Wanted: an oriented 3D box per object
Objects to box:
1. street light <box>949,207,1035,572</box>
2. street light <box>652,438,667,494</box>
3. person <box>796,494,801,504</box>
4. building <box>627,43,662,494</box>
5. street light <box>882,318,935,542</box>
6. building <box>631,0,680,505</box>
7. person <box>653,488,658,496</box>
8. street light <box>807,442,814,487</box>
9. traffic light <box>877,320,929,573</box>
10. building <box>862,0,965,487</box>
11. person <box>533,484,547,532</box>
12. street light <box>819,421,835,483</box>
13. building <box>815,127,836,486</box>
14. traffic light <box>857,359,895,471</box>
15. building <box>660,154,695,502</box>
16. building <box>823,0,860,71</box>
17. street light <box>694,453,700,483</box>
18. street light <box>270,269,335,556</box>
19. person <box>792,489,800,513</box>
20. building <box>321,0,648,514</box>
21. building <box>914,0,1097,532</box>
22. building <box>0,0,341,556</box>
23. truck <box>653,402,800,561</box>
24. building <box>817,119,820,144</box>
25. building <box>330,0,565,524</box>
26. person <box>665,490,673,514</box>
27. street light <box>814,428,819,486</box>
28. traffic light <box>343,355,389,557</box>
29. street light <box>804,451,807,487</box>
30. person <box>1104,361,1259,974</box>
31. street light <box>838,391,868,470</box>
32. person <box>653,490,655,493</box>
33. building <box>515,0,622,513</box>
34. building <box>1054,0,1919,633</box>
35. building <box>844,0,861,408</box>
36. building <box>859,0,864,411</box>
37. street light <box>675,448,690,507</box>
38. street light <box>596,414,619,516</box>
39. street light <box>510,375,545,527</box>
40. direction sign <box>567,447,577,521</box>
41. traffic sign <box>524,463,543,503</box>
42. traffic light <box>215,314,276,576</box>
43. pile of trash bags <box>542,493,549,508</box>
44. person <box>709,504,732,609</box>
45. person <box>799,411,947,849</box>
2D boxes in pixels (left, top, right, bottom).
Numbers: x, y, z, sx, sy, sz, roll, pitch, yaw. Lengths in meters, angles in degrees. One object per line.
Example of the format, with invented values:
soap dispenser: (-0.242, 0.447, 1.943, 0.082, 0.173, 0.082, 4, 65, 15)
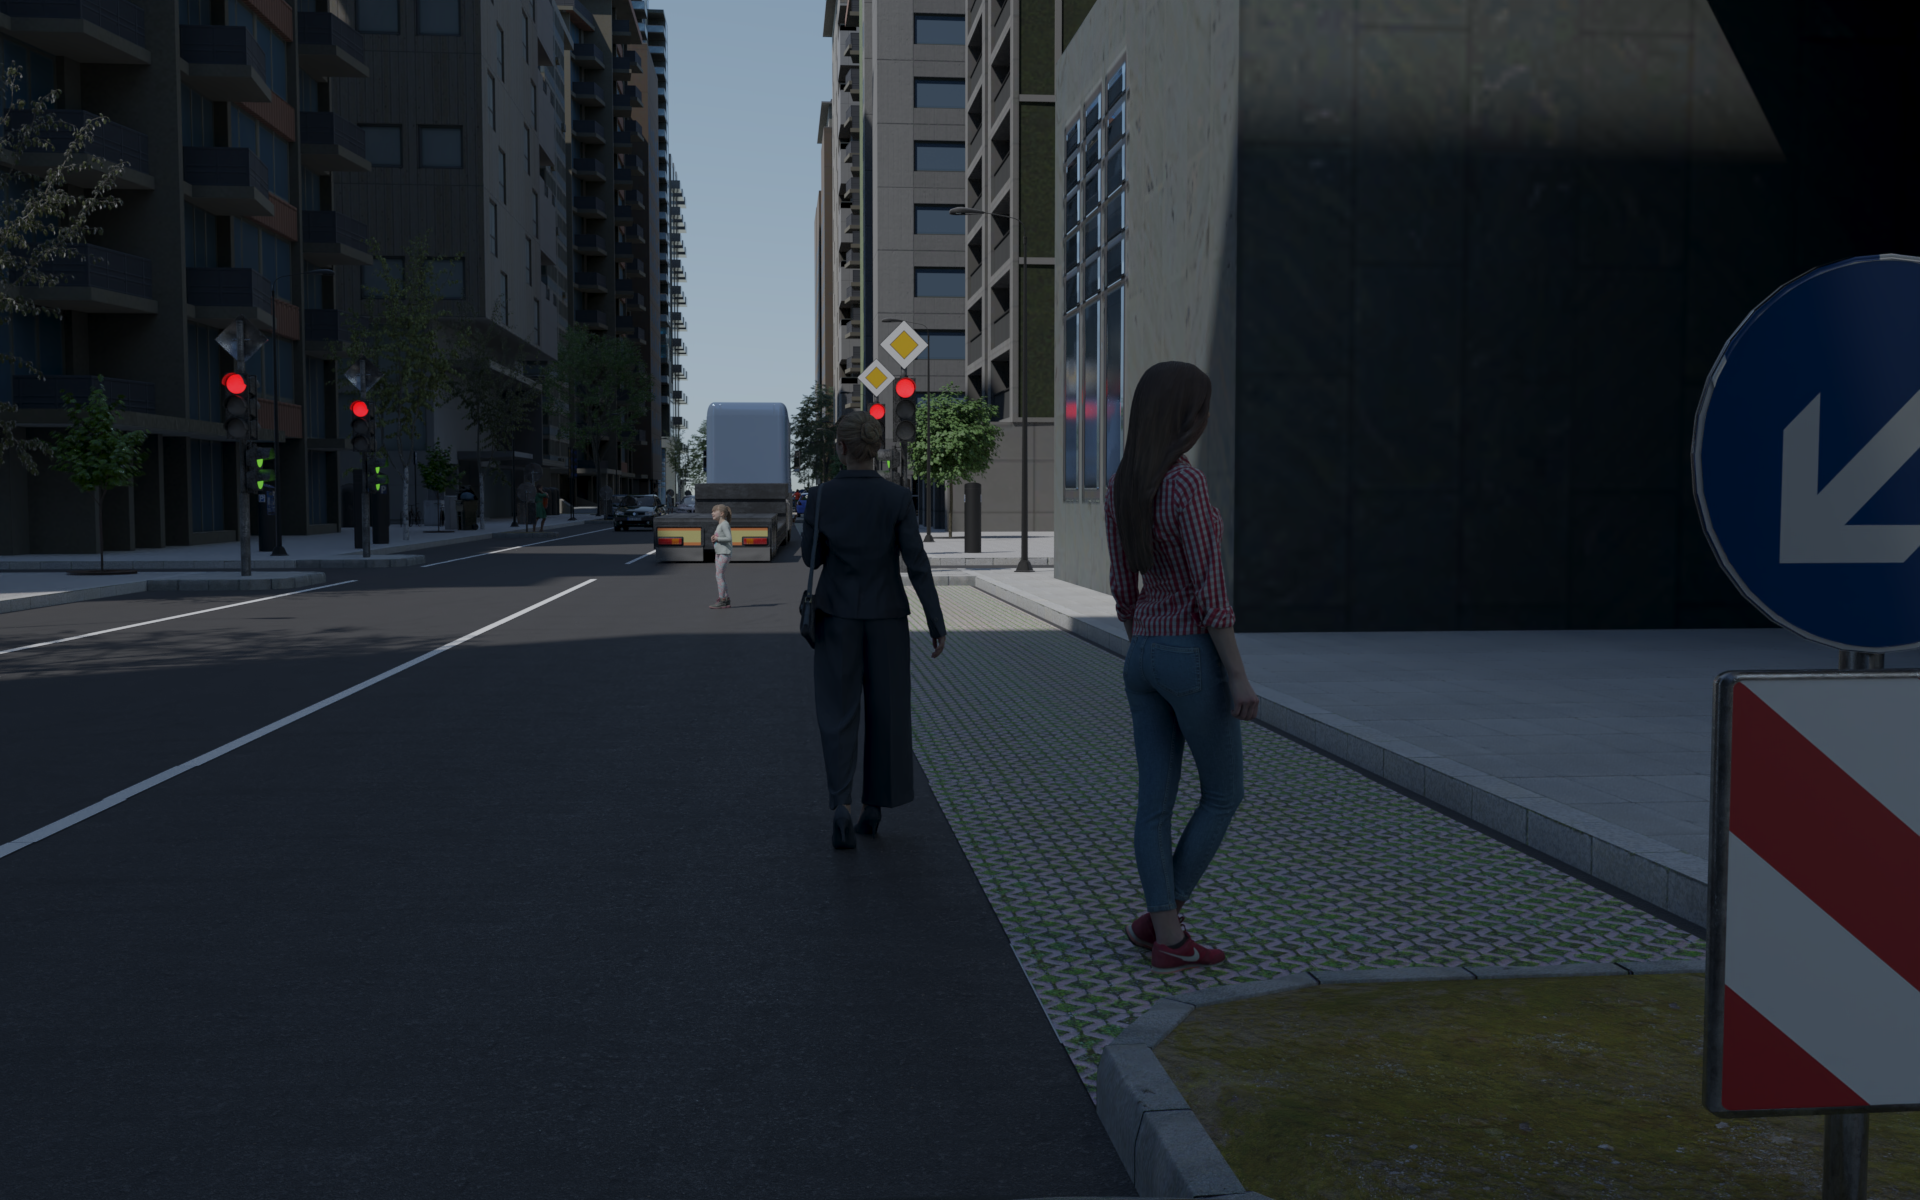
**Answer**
street light: (0.523, -3.409, 28.271, 1.470, 5.913, 1.316, 0, 4, -6)
street light: (-24.895, -10.445, 143.311, 1.470, 5.913, 1.316, 0, 4, -6)
person: (-11.349, -6.814, 123.162, 0.557, 1.426, 1.065, 1, 4, 18)
building: (-36.782, -31.747, 169.167, 14.600, 45.320, 14.200, 0, 4, -6)
street light: (-1.370, -4.485, 45.876, 1.470, 5.913, 1.316, 0, 4, -6)
building: (-44.746, -54.664, 206.431, 22.319, 86.520, 31.000, 0, 4, -6)
person: (-18.419, -5.764, 102.960, 1.509, 1.804, 0.699, -3, 5, -40)
street light: (-12.664, -11.122, 154.383, 1.470, 5.913, 1.316, 0, 4, -6)
traffic light: (-0.925, -2.398, 28.133, 0.839, 4.253, 0.868, 0, 4, -6)
building: (5.018, -33.959, 97.221, 21.231, 58.520, 28.212, 0, 4, -6)
person: (-15.049, -3.251, 61.900, 0.529, 1.795, 0.600, -1, 4, -21)
street light: (-8.031, -8.414, 110.109, 1.470, 5.913, 1.316, 0, 4, -6)
building: (-9.459, -34.085, 207.404, 14.600, 45.320, 14.200, 0, 4, -6)
traffic light: (-1.756, -2.884, 36.075, 0.839, 4.253, 0.868, 0, 4, -6)
building: (-49.091, -37.831, 238.139, 23.786, 49.044, 30.456, 0, 4, -6)
building: (1.136, -35.699, 172.921, 28.713, 52.752, 27.495, 0, 4, -6)
street light: (-30.098, -13.518, 193.566, 1.470, 5.913, 1.316, 0, 4, -6)
street light: (-13.613, -3.874, 35.883, 1.470, 5.913, 1.316, 0, 4, -6)
person: (-12.369, -7.558, 132.030, 1.348, 1.831, 0.705, 1, 4, 14)
building: (-38.500, -30.118, 147.046, 22.147, 44.769, 28.867, 0, 4, -6)
building: (9.244, -38.155, 62.081, 20.563, 71.187, 20.611, 0, 4, -6)
building: (-29.336, -24.007, 47.134, 22.147, 44.769, 28.867, 0, 4, -6)
truck: (-5.789, -3.376, 44.955, 2.967, 4.110, 18.799, 0, 4, -4)
building: (-4.087, -39.122, 228.877, 28.713, 52.752, 27.495, 0, 4, -6)
building: (-34.461, -30.179, 82.666, 28.713, 52.752, 27.495, 0, 4, -6)
person: (-17.868, -5.935, 106.548, 0.522, 1.701, 0.512, 0, 4, 7)
street light: (-9.421, -9.179, 122.617, 1.470, 5.913, 1.316, 0, 4, -6)
traffic light: (-12.010, -2.818, 34.990, 0.839, 4.253, 0.868, 0, 4, -6)
street light: (-16.005, -13.089, 186.542, 1.470, 5.913, 1.316, 0, 4, -6)
person: (0.669, 0.204, 5.168, 0.388, 1.821, 0.555, -3, 5, -41)
street light: (-4.714, -6.472, 78.351, 1.470, 5.913, 1.316, 0, 4, -6)
person: (-22.060, -7.130, 125.795, 0.721, 1.735, 1.217, 0, 4, 3)
building: (-40.495, -26.187, 120.040, 32.217, 40.220, 23.993, 0, 4, -6)
building: (14.140, -42.622, 9.543, 22.319, 86.520, 31.000, 0, 4, -6)
building: (1.645, -29.989, 144.937, 22.147, 44.769, 28.867, 0, 4, -6)
building: (-0.150, -26.870, 122.920, 14.154, 41.232, 14.086, 0, 4, -6)
street light: (-28.181, -12.387, 175.073, 1.470, 5.913, 1.316, 0, 4, -6)
street light: (-20.347, -7.788, 99.883, 1.470, 5.913, 1.316, 0, 4, -6)
street light: (-16.889, -5.817, 67.646, 1.470, 5.913, 1.316, 0, 4, -6)
direction sign: (-19.245, -5.758, 86.141, 0.379, 3.537, 0.876, 1, 4, 13)
traffic sign: (-17.511, -4.343, 71.106, 0.768, 2.556, 0.104, 0, 4, -5)
traffic light: (-11.179, -2.332, 27.048, 0.839, 4.253, 0.868, 0, 4, -6)
pile of trash bags: (-25.557, -5.560, 100.665, 3.447, 1.369, 1.912, 0, 4, 7)
person: (-3.008, -0.549, 21.761, 0.394, 1.301, 0.425, -3, 5, -41)
person: (-0.377, 0.110, 7.125, 0.576, 1.772, 0.534, -1, 4, -21)
